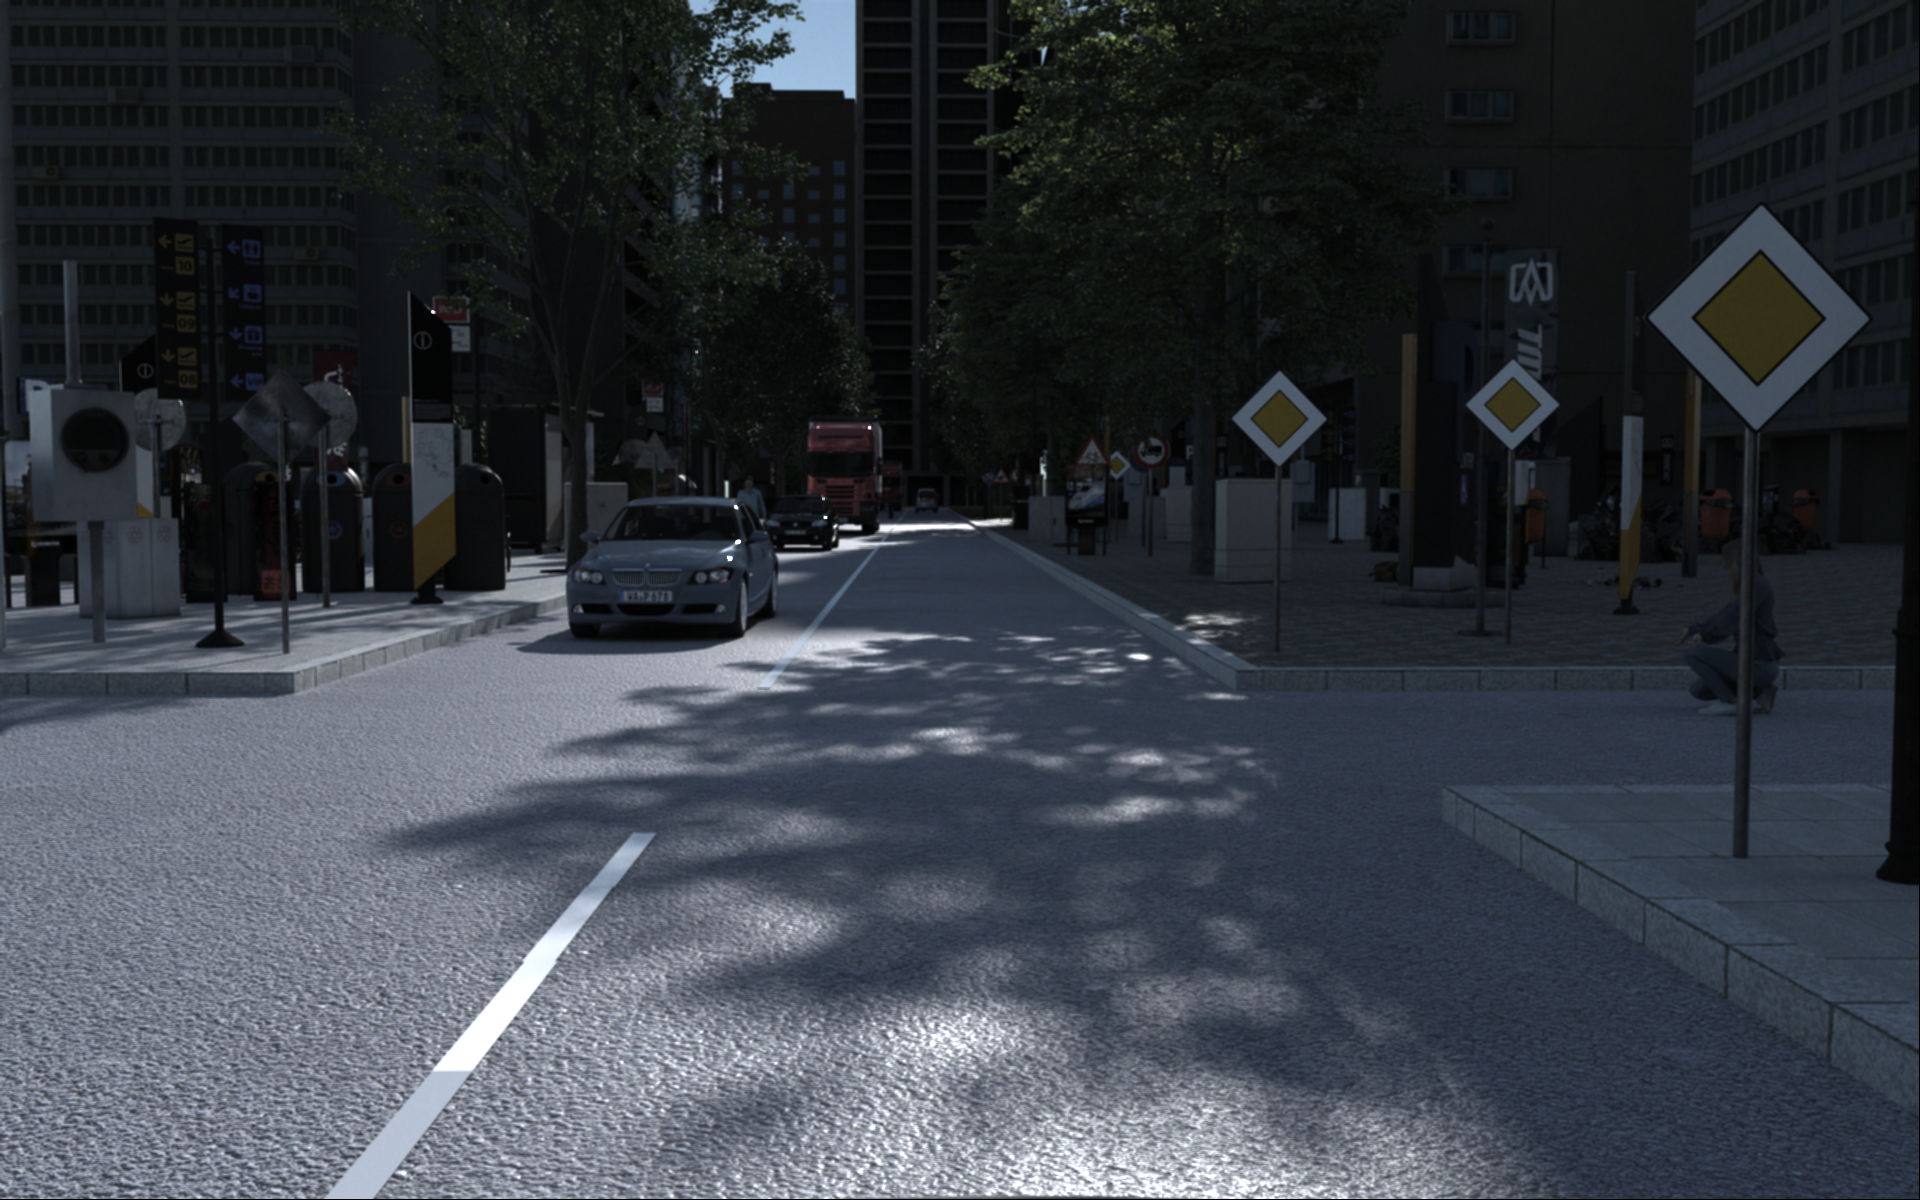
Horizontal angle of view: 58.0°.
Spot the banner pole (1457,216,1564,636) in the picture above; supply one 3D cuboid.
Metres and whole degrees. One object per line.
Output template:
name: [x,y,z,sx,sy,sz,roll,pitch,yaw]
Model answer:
banner pole: [4.955,-1.564,15.589,0.863,3.779,0.401,2,4,25]

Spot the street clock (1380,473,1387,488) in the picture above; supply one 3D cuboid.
street clock: [14.805,-3.425,60.563,0.358,2.002,0.471,1,4,16]

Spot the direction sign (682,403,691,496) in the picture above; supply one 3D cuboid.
direction sign: [-6.860,-3.152,43.525,0.379,3.537,0.876,0,4,2]

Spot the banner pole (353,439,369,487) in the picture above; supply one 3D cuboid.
banner pole: [-27.100,-5.399,78.292,0.863,3.779,0.401,0,4,8]

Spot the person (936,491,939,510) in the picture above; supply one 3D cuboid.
person: [-2.051,-8.624,150.203,0.721,1.736,1.217,0,4,-6]

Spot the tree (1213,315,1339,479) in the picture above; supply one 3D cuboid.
tree: [13.071,-7.250,68.902,4.360,8.622,3.978,0,3,0]

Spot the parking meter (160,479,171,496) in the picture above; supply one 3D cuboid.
parking meter: [-30.939,-3.777,67.468,0.399,1.863,0.255,-2,4,-32]

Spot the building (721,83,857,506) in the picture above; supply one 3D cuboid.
building: [-18.439,-33.161,192.292,14.200,45.320,14.600,0,4,-1]

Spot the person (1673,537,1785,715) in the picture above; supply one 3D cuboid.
person: [4.942,0.168,11.254,0.738,1.151,1.012,2,4,32]

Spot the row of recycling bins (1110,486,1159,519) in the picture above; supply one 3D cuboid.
row of recycling bins: [8.572,-4.974,88.438,3.534,1.692,1.069,2,4,35]

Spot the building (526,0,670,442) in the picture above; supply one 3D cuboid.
building: [-32.900,-30.513,122.588,21.300,48.544,21.600,0,4,-1]

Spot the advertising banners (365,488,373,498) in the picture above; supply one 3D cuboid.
advertising banners: [-16.729,-3.188,48.318,2.074,3.025,0.090,0,4,2]

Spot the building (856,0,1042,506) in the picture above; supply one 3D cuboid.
building: [-1.131,-46.344,195.980,20.611,71.187,20.563,0,4,-1]

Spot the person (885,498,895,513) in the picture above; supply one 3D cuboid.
person: [-5.303,-7.339,131.721,0.991,1.433,0.599,0,4,5]

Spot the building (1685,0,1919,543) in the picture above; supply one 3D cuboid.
building: [34.119,-21.452,42.627,23.993,40.220,32.217,0,4,-1]

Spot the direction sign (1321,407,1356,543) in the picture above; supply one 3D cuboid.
direction sign: [9.819,-3.244,45.031,0.876,3.537,0.379,0,4,7]

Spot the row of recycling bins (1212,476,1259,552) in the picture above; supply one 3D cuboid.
row of recycling bins: [6.382,-2.004,39.882,1.069,1.692,3.534,2,4,24]

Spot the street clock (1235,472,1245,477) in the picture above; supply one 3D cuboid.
street clock: [9.193,-3.203,56.946,0.358,2.002,0.471,-1,4,-8]

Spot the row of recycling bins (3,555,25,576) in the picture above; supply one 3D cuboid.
row of recycling bins: [-15.264,-1.166,26.180,1.069,1.692,3.534,0,4,0]

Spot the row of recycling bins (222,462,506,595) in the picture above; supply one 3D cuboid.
row of recycling bins: [-7.828,-0.960,22.809,3.534,1.692,1.069,-1,4,-19]

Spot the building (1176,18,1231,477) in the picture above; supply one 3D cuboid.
building: [22.495,-28.469,115.576,14.600,45.320,14.200,0,4,-1]

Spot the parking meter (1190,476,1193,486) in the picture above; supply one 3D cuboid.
parking meter: [6.605,-2.605,48.303,0.255,1.863,0.399,3,5,45]

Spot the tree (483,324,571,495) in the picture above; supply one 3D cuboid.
tree: [-18.974,-7.618,74.918,4.360,8.622,3.978,0,3,0]

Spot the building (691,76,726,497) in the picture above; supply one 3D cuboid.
building: [-41.095,-35.354,197.640,30.456,49.044,23.786,0,4,-1]

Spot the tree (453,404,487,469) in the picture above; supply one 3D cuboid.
tree: [-17.822,-4.746,61.315,4.285,4.588,4.351,0,3,0]

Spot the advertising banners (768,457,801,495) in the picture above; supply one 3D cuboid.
advertising banners: [-8.433,-5.324,83.230,0.090,3.025,2.074,3,5,43]

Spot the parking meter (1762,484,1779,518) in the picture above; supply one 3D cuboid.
parking meter: [20.870,-2.214,44.615,0.372,1.533,0.369,0,3,0]

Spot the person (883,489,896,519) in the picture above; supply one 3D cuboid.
person: [-4.125,-5.648,101.566,0.721,1.743,1.217,-3,4,-38]

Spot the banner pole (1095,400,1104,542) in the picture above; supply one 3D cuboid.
banner pole: [3.730,-3.434,46.165,0.401,3.779,0.863,1,4,19]

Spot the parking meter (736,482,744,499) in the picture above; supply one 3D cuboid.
parking meter: [-10.573,-4.757,83.483,0.399,1.863,0.255,0,4,0]

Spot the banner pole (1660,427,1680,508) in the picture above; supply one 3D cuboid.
banner pole: [26.529,-4.564,64.636,0.863,3.779,0.401,0,4,6]

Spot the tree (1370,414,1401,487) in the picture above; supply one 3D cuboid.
tree: [16.878,-4.902,63.857,4.285,4.588,4.351,0,3,0]

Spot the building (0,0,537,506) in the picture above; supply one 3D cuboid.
building: [-38.468,-24.950,99.813,32.217,40.220,23.993,0,4,-1]

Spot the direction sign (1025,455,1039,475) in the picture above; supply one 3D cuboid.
direction sign: [3.422,-5.552,82.764,0.876,3.537,0.379,-2,4,-32]

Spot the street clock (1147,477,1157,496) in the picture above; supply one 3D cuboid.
street clock: [8.027,-4.178,72.872,0.471,2.002,0.358,-1,4,-13]

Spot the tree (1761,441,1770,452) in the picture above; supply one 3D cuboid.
tree: [30.934,-7.009,64.961,4.737,8.622,4.395,0,3,0]

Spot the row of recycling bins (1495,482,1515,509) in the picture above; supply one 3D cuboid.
row of recycling bins: [19.379,-3.233,59.964,1.069,1.692,3.534,0,4,3]

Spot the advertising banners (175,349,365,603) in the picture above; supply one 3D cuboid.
advertising banners: [-8.245,-1.498,20.679,2.074,3.025,0.090,-2,4,-29]

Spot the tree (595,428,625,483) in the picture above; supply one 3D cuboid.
tree: [-18.104,-6.310,86.889,4.285,4.588,4.351,0,3,0]

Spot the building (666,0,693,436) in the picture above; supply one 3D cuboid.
building: [-30.163,-30.145,142.988,14.200,45.320,14.600,0,4,-1]

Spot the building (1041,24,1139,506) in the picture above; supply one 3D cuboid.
building: [23.040,-37.376,200.343,27.495,52.752,28.713,0,4,-1]

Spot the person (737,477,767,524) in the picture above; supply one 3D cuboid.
person: [-4.684,-1.852,38.798,0.660,1.820,0.620,-1,4,-19]

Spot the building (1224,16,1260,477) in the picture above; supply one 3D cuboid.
building: [22.528,-20.196,101.899,14.160,30.474,14.107,0,4,-1]

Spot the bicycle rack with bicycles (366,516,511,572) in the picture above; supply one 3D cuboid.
bicycle rack with bicycles: [-8.589,-0.950,28.921,2.852,0.926,2.925,-1,4,-13]

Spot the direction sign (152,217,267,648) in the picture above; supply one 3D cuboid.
direction sign: [-6.246,-1.377,14.511,0.876,3.537,0.379,-3,5,-40]

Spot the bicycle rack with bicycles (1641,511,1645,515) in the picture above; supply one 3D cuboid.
bicycle rack with bicycles: [20.118,-2.454,53.497,2.925,0.926,2.852,2,4,28]

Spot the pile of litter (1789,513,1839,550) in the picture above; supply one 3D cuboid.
pile of litter: [19.488,-1.607,40.246,1.176,0.858,1.719,-2,4,-27]

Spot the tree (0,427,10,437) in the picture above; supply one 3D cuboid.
tree: [-40.359,-5.342,71.055,4.285,4.588,4.351,0,3,0]

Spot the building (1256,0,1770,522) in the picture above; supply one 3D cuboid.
building: [26.236,-27.802,78.261,21.300,48.544,21.600,0,4,-1]

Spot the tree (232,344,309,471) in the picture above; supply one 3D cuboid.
tree: [-33.523,-8.214,84.660,4.737,8.622,4.395,0,3,0]

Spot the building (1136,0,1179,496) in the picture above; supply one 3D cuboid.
building: [24.633,-36.380,136.819,21.231,58.520,28.212,0,4,-1]

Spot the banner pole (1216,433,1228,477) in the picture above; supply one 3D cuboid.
banner pole: [9.334,-4.446,62.711,0.863,3.779,0.401,-1,4,-23]
